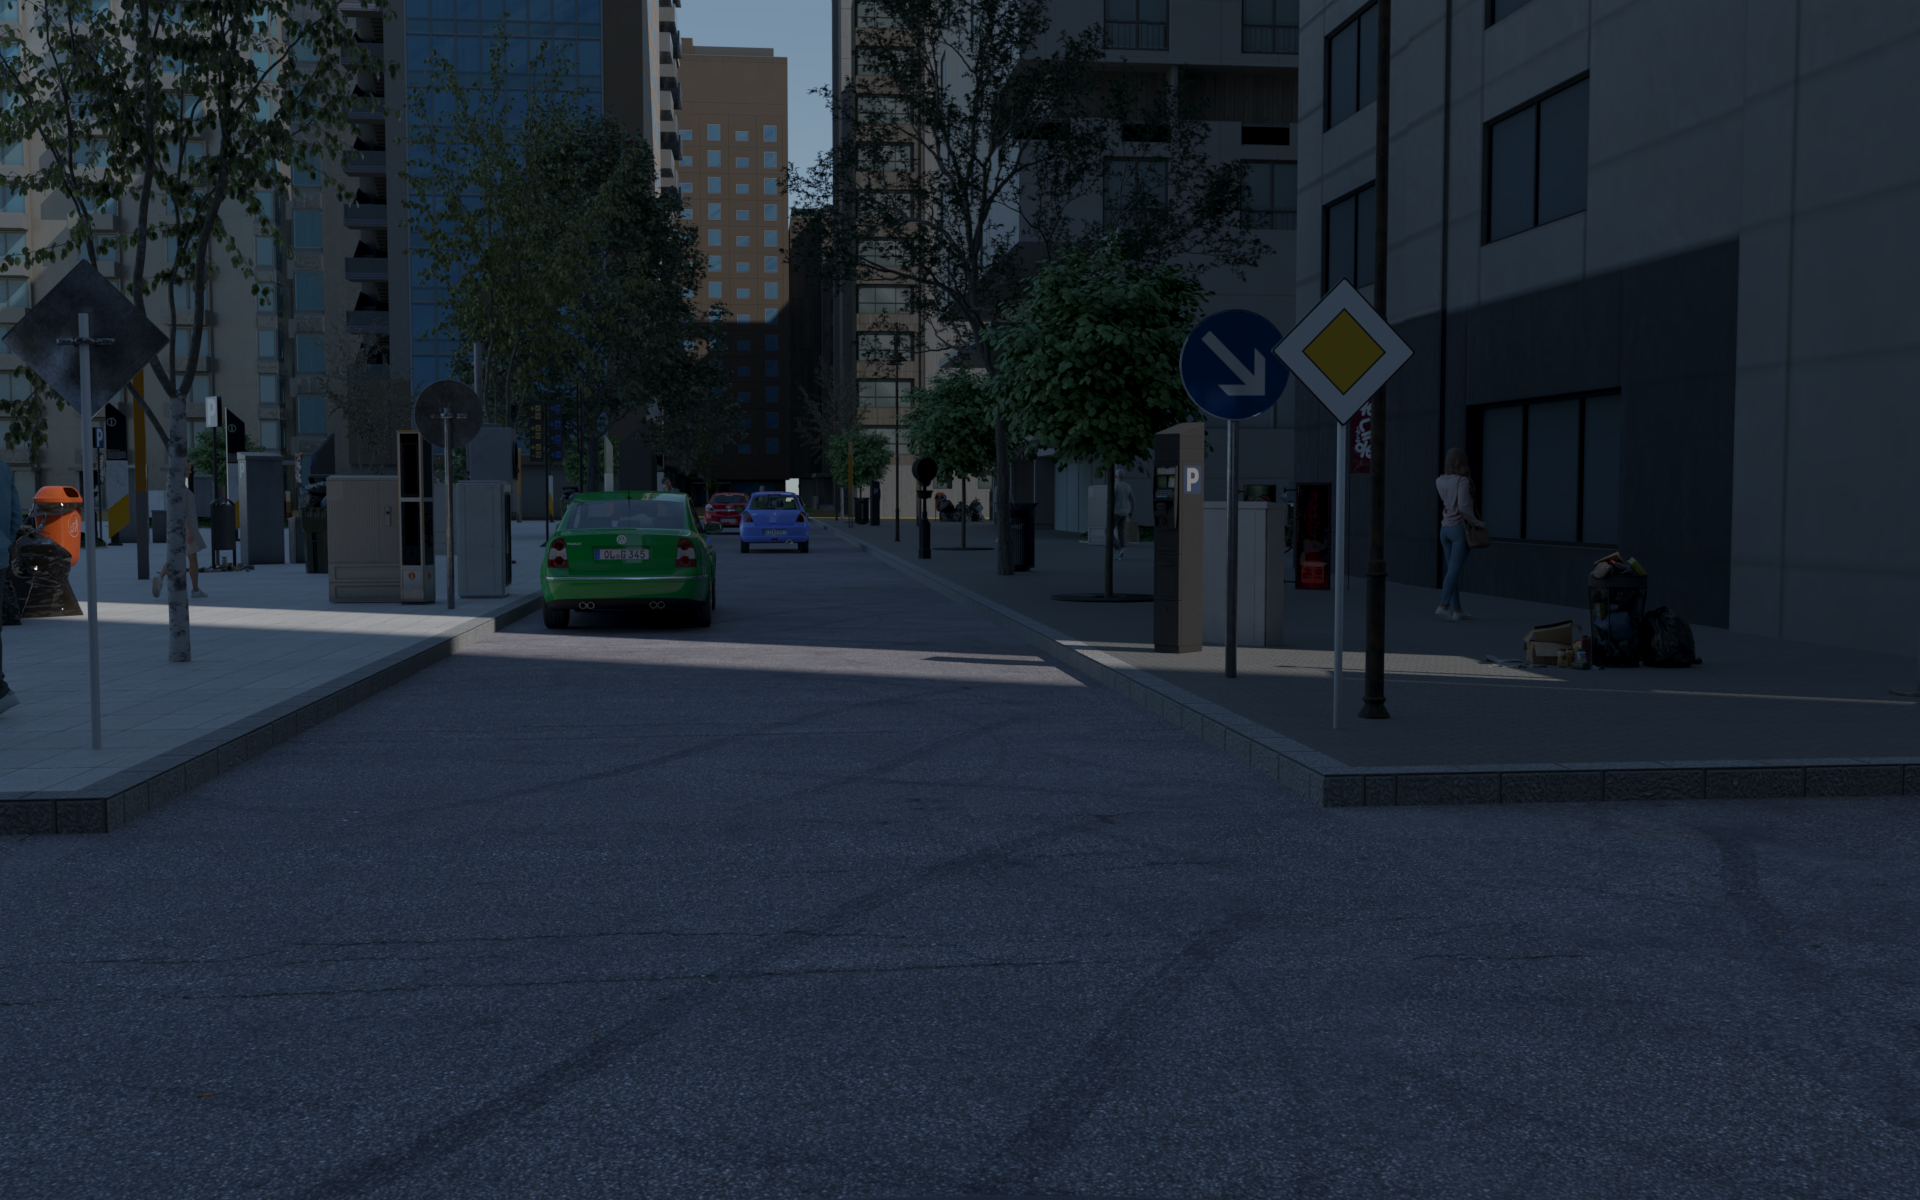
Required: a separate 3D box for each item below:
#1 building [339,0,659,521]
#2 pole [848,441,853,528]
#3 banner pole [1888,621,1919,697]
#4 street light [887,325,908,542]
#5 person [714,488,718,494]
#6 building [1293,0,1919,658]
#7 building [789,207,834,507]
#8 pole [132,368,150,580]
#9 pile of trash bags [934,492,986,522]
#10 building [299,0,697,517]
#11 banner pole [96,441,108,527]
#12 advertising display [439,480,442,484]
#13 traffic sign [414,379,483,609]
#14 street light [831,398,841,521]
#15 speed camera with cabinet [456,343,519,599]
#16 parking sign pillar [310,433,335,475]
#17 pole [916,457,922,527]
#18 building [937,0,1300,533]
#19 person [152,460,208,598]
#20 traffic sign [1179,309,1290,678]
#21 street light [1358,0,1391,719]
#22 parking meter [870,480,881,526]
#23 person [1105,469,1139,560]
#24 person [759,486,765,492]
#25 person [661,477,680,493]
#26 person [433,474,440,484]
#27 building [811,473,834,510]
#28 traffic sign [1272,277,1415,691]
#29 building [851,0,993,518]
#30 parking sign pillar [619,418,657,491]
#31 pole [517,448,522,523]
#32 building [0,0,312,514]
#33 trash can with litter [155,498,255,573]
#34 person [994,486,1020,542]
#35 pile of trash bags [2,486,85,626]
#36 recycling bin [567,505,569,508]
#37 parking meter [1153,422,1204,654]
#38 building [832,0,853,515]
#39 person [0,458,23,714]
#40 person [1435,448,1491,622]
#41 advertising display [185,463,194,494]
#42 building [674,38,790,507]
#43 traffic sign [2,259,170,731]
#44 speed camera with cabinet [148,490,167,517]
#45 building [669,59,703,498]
[{"bbox_3d":[-22.827,-26.843,88.993,14.600,45.320,14.200,0,4,-7],"label":"building"},{"bbox_3d":[-4.188,-4.432,66.312,0.158,3.312,0.155,0,3,0],"label":"pole"},{"bbox_3d":[6.143,-1.267,10.738,0.401,3.779,0.863,0,4,6],"label":"banner pole"},{"bbox_3d":[-1.692,-4.520,46.684,0.468,5.910,1.993,0,4,-7],"label":"street light"},{"bbox_3d":[-21.060,-8.817,150.276,0.705,1.814,1.350,-2,4,-33],"label":"person"},{"bbox_3d":[17.022,-35.508,18.809,20.611,71.187,20.563,0,4,-7],"label":"building"},{"bbox_3d":[-10.242,-24.661,174.908,14.107,30.474,14.160,0,4,-7],"label":"building"},{"bbox_3d":[-12.282,-1.965,25.966,0.158,3.312,0.155,0,3,0],"label":"pole"},{"bbox_3d":[-0.253,-4.384,81.434,1.912,1.369,3.447,-2,4,-30],"label":"pile of trash bags"},{"bbox_3d":[-29.391,-30.066,111.194,23.786,49.044,30.456,0,4,-7],"label":"building"},{"bbox_3d":[-33.461,-4.753,67.722,0.401,3.779,0.863,1,4,18],"label":"banner pole"},{"bbox_3d":[-24.791,-4.671,81.587,0.974,1.923,0.123,2,4,30],"label":"advertising display"},{"bbox_3d":[-5.685,-1.172,19.272,0.768,2.556,0.104,0,3,0],"label":"traffic sign"},{"bbox_3d":[-5.972,-6.785,83.721,0.468,5.910,1.993,0,4,-7],"label":"street light"},{"bbox_3d":[-6.030,-1.702,22.157,0.660,3.252,2.038,-1,4,-9],"label":"speed camera with cabinet"},{"bbox_3d":[-27.955,-5.354,76.009,1.447,3.967,1.447,1,4,12],"label":"parking sign pillar"},{"bbox_3d":[-1.629,-4.564,68.458,0.158,3.312,0.155,0,3,0],"label":"pole"},{"bbox_3d":[13.804,-28.890,61.592,28.713,52.752,27.495,0,4,-7],"label":"building"},{"bbox_3d":[-9.571,-0.886,21.274,0.466,1.731,0.760,1,4,18],"label":"person"},{"bbox_3d":[1.895,-0.730,12.041,0.768,2.556,0.104,0,4,-1],"label":"traffic sign"},{"bbox_3d":[2.380,-2.262,9.777,0.468,5.910,1.993,0,4,-7],"label":"street light"},{"bbox_3d":[-3.433,-3.942,70.168,0.399,1.863,0.255,-1,4,-23],"label":"parking meter"},{"bbox_3d":[3.205,-1.677,33.951,0.782,1.767,0.515,-3,5,-41],"label":"person"},{"bbox_3d":[-8.305,-3.881,72.344,0.834,1.777,0.661,0,4,5],"label":"person"},{"bbox_3d":[-6.362,-1.816,38.366,0.592,1.802,0.473,-1,4,-18],"label":"person"},{"bbox_3d":[-12.320,-2.076,40.570,0.593,1.750,0.643,1,4,16],"label":"person"},{"bbox_3d":[3.525,-27.919,148.358,32.217,40.220,23.993,0,4,-7],"label":"building"},{"bbox_3d":[2.088,-0.440,9.389,0.795,2.593,0.064,0,4,-7],"label":"traffic sign"},{"bbox_3d":[0.641,-20.112,100.528,14.160,30.474,14.107,0,4,-7],"label":"building"},{"bbox_3d":[-11.446,-4.473,61.601,1.447,3.967,1.447,1,4,18],"label":"parking sign pillar"},{"bbox_3d":[-19.682,-5.103,77.273,0.158,3.312,0.155,0,3,0],"label":"pole"},{"bbox_3d":[-65.892,-31.827,139.975,30.456,49.044,23.786,0,4,-7],"label":"building"},{"bbox_3d":[-12.551,-1.077,28.663,1.678,1.210,2.233,1,4,17],"label":"trash can with litter"},{"bbox_3d":[1.145,-2.279,43.484,0.709,1.800,0.728,-2,4,-30],"label":"person"},{"bbox_3d":[-10.165,-0.515,18.170,1.912,1.369,3.447,0,4,-2],"label":"pile of trash bags"},{"bbox_3d":[-8.802,-1.738,40.973,0.722,1.027,0.722,-3,5,-45],"label":"recycling bin"},{"bbox_3d":[1.769,-0.509,14.038,0.255,1.863,0.399,3,5,44],"label":"parking meter"},{"bbox_3d":[1.547,-35.434,121.349,21.231,58.520,28.212,0,4,-7],"label":"building"},{"bbox_3d":[-5.659,-0.240,9.979,0.620,1.820,0.660,1,4,8],"label":"person"},{"bbox_3d":[5.014,-0.669,17.569,0.643,1.750,0.593,-2,4,-24],"label":"person"},{"bbox_3d":[-16.230,-1.909,36.420,0.123,1.923,0.974,-2,4,-32],"label":"advertising display"},{"bbox_3d":[-24.446,-32.047,174.083,14.200,45.320,14.600,0,4,-7],"label":"building"},{"bbox_3d":[-4.366,-0.396,8.672,0.795,2.593,0.064,0,4,-7],"label":"traffic sign"},{"bbox_3d":[-36.463,-5.069,77.216,2.038,3.252,0.660,-1,4,-10],"label":"speed camera with cabinet"},{"bbox_3d":[-36.574,-29.980,144.792,28.867,44.769,22.147,0,4,-7],"label":"building"}]
